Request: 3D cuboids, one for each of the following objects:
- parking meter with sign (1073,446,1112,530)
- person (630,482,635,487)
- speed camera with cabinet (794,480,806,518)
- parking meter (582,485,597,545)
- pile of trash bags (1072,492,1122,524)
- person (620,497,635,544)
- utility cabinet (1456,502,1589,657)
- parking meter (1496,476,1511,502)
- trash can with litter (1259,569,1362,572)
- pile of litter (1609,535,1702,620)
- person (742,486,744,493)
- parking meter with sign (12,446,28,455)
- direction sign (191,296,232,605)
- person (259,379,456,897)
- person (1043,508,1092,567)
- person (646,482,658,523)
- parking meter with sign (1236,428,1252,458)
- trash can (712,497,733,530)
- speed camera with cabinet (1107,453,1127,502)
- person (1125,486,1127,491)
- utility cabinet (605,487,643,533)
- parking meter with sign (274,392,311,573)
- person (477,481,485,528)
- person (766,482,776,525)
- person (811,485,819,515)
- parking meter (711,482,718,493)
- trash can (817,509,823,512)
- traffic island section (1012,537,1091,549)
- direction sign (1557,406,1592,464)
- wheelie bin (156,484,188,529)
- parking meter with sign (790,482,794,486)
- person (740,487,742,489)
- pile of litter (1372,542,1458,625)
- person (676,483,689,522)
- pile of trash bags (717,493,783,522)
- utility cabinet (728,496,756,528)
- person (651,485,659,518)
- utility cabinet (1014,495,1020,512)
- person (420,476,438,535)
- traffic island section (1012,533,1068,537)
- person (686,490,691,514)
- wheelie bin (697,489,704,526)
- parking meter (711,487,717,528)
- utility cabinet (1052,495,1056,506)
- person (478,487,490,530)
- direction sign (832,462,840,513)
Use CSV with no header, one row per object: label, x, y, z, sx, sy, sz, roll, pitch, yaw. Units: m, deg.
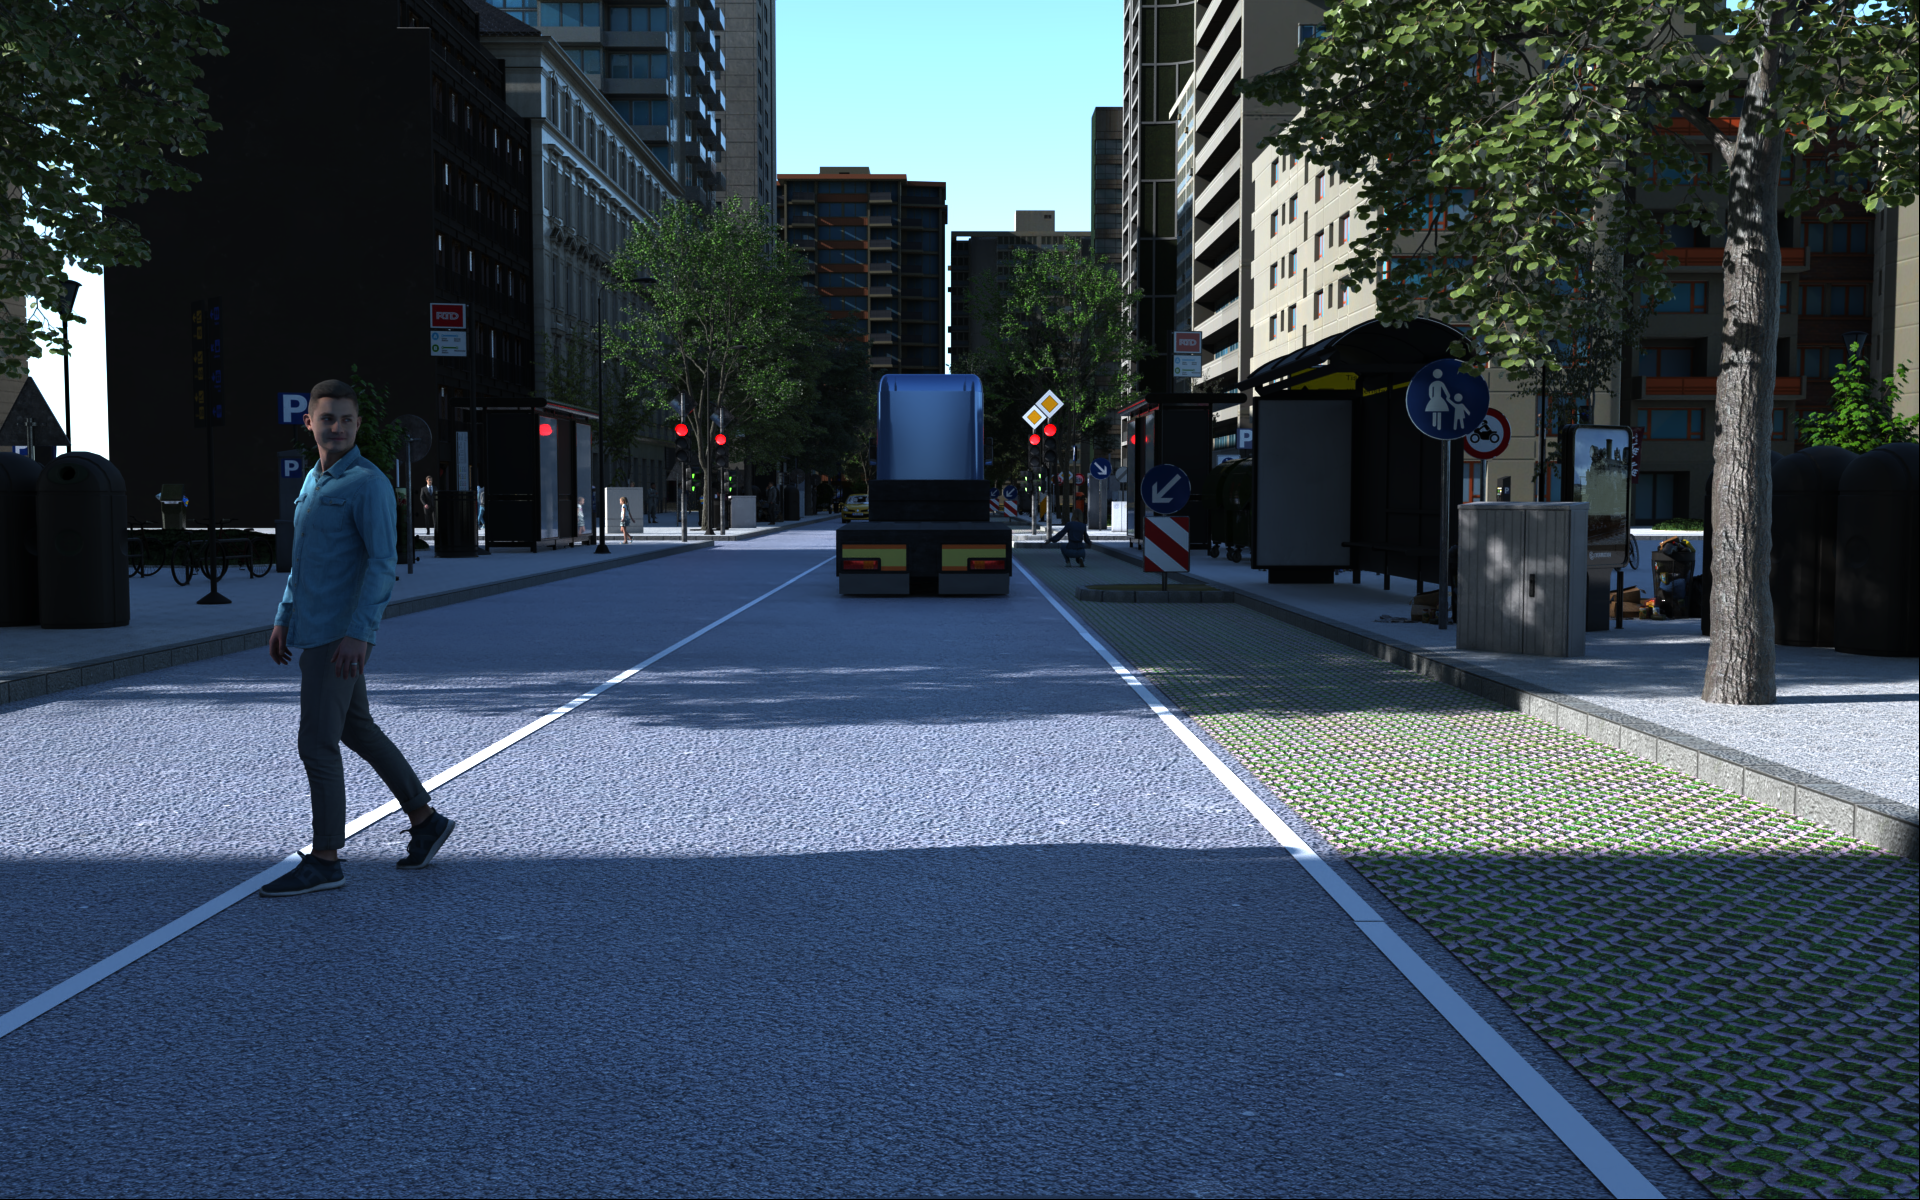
parking meter with sign,4.976,-4.055,62.553,1.738,3.016,0.543,0,4,-3
person,-13.540,-3.991,71.524,0.478,1.798,0.641,0,4,7
speed camera with cabinet,-8.711,-6.101,94.091,0.660,3.252,2.038,0,4,-4
parking meter,-9.406,-2.169,43.872,0.372,1.533,0.369,0,3,0
pile of trash bags,5.778,-3.961,74.513,1.912,1.369,3.447,2,4,31
person,-8.563,-2.046,44.509,0.382,1.210,0.505,0,4,-2
utility cabinet,4.535,-0.175,14.022,0.306,1.237,1.020,-3,5,-40
parking meter,17.477,-3.058,55.708,0.399,1.863,0.255,-2,4,-25
trash can with litter,6.082,-1.103,29.090,2.233,1.210,1.678,0,4,-2
pile of litter,7.244,-0.255,18.137,1.719,0.858,1.176,-1,4,-9
person,-15.455,-7.113,122.150,0.655,1.846,0.447,-1,4,-16
parking meter with sign,-29.066,-3.560,54.463,0.543,3.016,1.738,0,4,-4
direction sign,-8.737,-1.724,20.184,0.379,3.537,0.876,-3,5,-44
person,-2.200,0.123,6.345,0.748,1.841,0.638,-2,4,-32
person,2.143,-1.217,33.898,1.012,1.151,0.738,0,4,-4
person,-13.527,-4.288,76.325,0.466,1.800,0.511,2,4,33
parking meter with sign,7.694,-2.993,45.195,0.543,3.016,1.738,0,4,-8
trash can,-8.541,-3.095,62.259,0.748,1.137,0.748,0,3,0
speed camera with cabinet,7.620,-5.471,83.785,0.660,3.252,2.038,-1,4,-13
person,10.001,-5.971,104.098,0.576,1.772,0.534,2,4,23
utility cabinet,-10.839,-2.887,55.885,1.173,1.500,0.318,-2,4,-24
parking meter with sign,-11.206,-2.006,29.052,0.543,3.016,1.738,-1,4,-16
person,-18.017,-3.576,64.768,0.793,1.790,0.793,1,4,20
person,-7.928,-4.067,72.715,0.473,1.802,0.592,0,4,-2
person,-8.949,-6.199,107.202,0.447,1.846,0.655,0,4,6
parking meter,-11.710,-4.677,82.185,0.399,1.863,0.255,2,4,31
trash can,-10.274,-6.981,125.789,0.748,1.137,0.748,0,3,0
traffic island section,2.419,-1.488,46.602,2.009,0.180,2.903,0,4,0
direction sign,15.769,-3.207,44.438,0.876,3.537,0.379,0,4,8
wheelie bin,-24.528,-2.818,53.986,0.980,1.594,0.693,-1,4,-11
parking meter with sign,-10.505,-6.978,110.349,1.738,3.016,0.543,0,4,3
person,-14.987,-6.791,117.643,0.480,1.755,0.524,3,5,43
pile of litter,5.057,-0.214,17.466,1.719,0.858,1.176,1,4,19
person,-12.733,-4.475,79.403,0.583,1.804,0.606,0,4,-8
pile of trash bags,-9.879,-4.233,78.960,3.447,1.369,1.912,-2,4,-27
utility cabinet,-8.235,-3.324,65.511,1.020,1.237,0.306,-2,4,-29
person,-16.094,-5.202,91.364,0.520,1.790,0.573,1,4,10
utility cabinet,4.012,-6.758,121.661,0.306,1.237,1.020,1,4,10
person,-16.626,-2.977,54.486,0.659,1.850,0.755,-2,4,-30
traffic island section,2.356,-1.976,54.587,2.009,0.180,2.903,0,4,0
person,-17.413,-6.380,110.379,0.654,1.822,0.581,-2,4,-25
wheelie bin,-10.110,-3.749,69.206,0.693,1.594,0.980,0,4,2
parking meter,-9.252,-3.440,64.653,0.372,1.533,0.369,0,3,0
utility cabinet,6.202,-6.745,121.443,1.020,1.237,0.306,-2,4,-24
person,-17.045,-3.412,62.180,0.623,1.781,0.721,1,4,11
direction sign,-8.186,-7.499,114.602,0.379,3.537,0.876,2,4,33
